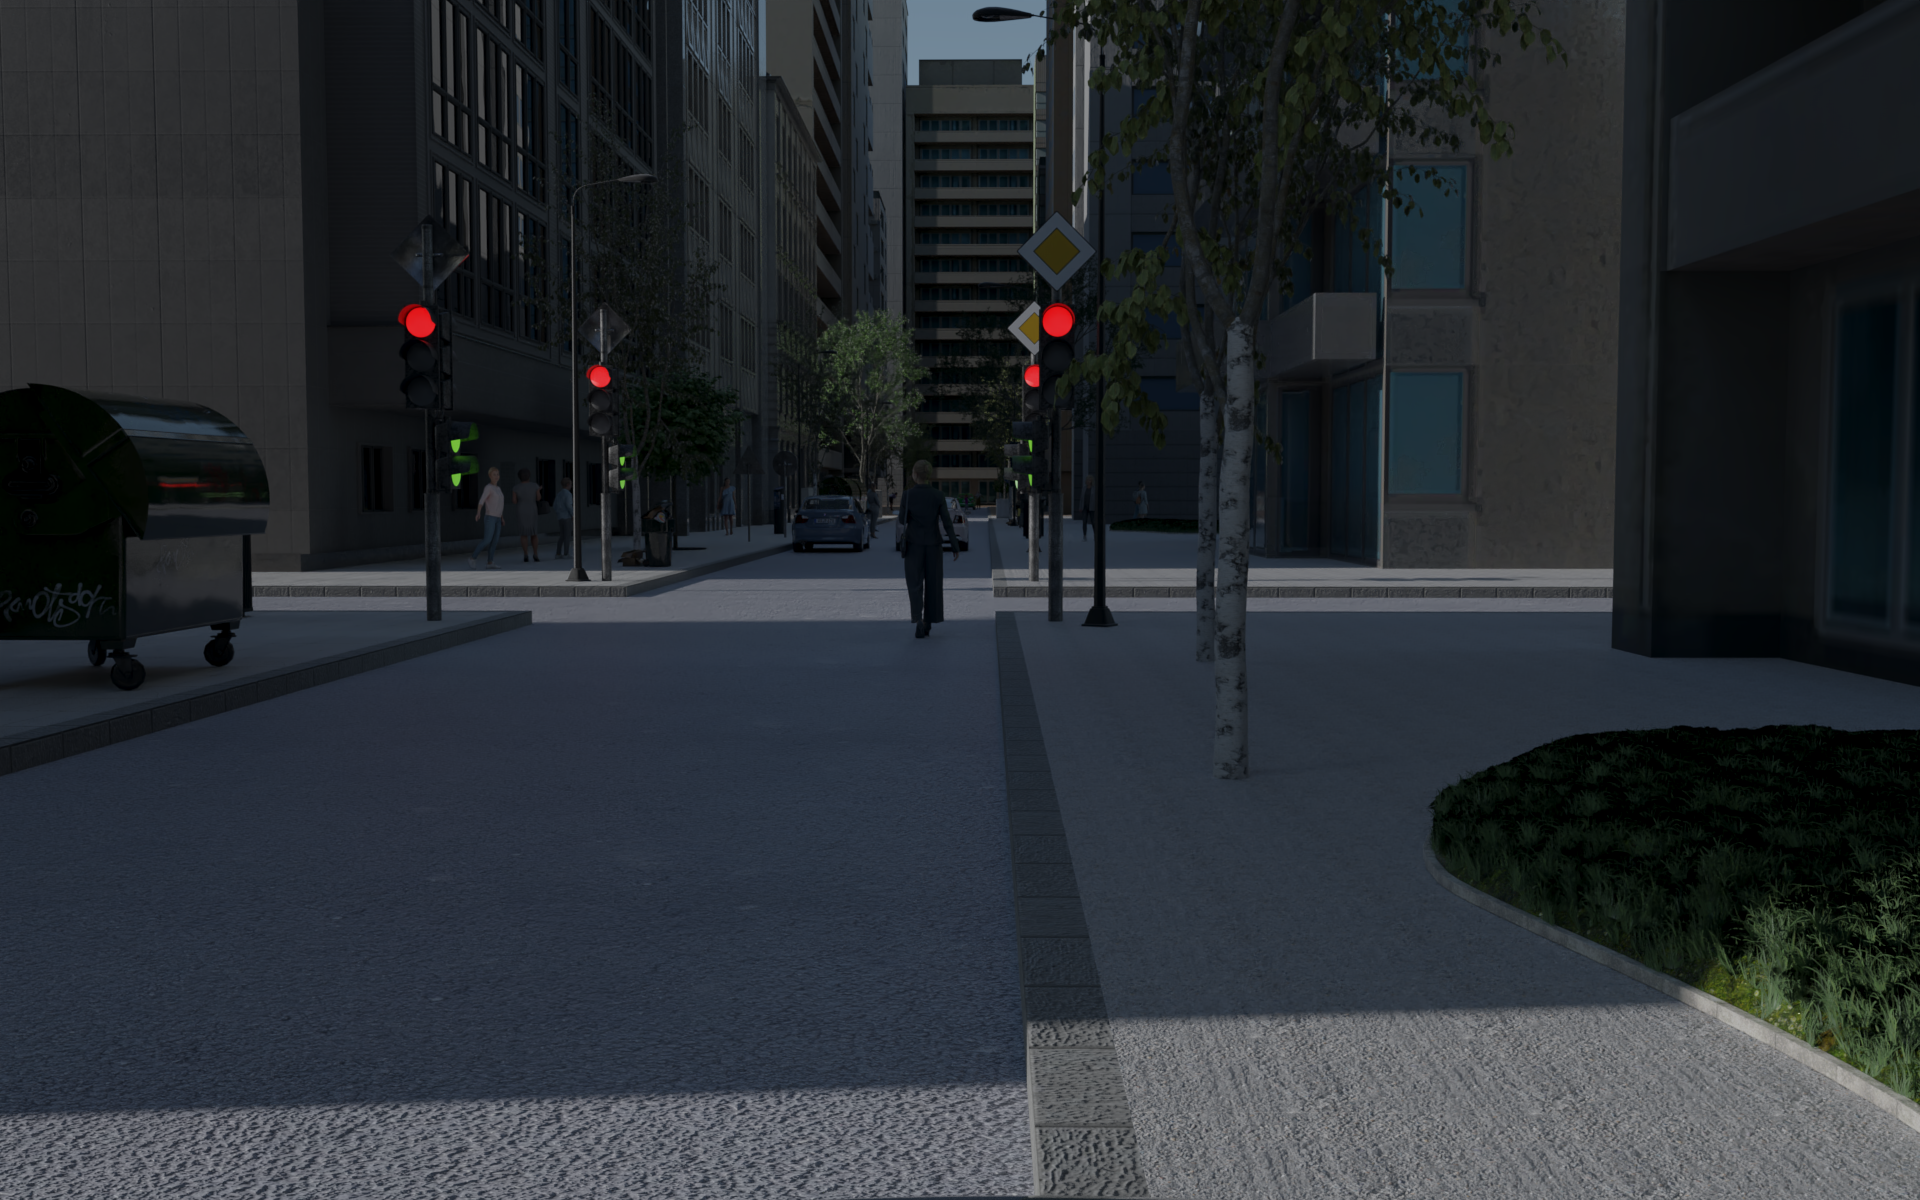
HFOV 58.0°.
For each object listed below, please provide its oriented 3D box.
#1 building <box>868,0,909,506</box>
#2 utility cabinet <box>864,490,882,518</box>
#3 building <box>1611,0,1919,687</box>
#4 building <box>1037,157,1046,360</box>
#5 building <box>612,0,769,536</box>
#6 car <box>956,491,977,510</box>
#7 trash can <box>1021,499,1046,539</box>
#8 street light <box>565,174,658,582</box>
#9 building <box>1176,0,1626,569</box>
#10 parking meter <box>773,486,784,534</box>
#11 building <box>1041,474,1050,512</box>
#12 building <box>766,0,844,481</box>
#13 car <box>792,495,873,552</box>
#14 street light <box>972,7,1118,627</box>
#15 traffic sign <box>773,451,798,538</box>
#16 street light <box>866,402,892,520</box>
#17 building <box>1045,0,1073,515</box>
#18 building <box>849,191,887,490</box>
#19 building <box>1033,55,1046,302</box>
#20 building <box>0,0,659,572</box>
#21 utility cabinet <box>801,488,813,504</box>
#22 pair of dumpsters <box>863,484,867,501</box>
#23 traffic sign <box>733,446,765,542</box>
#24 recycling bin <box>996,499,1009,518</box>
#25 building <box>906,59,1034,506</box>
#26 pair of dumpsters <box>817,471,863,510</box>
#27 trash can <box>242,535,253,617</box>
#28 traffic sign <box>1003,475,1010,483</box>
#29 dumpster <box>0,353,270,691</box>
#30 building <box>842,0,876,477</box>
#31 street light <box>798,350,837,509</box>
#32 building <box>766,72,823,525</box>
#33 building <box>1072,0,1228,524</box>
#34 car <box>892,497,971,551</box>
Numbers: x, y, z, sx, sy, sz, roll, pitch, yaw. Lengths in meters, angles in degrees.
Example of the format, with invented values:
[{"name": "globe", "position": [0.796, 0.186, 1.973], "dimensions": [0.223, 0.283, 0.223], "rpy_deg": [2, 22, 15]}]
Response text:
[{"name": "building", "position": [-20.054, -40.046, 196.758], "dimensions": [28.212, 58.520, 21.231], "rpy_deg": [0, 4, 1]}, {"name": "utility cabinet", "position": [-4.588, -5.073, 91.626], "dimensions": [0.318, 1.500, 1.173], "rpy_deg": [3, 4, 37]}, {"name": "building", "position": [15.912, -23.156, 2.297], "dimensions": [21.300, 48.544, 21.600], "rpy_deg": [0, 4, 1]}, {"name": "building", "position": [13.642, -23.196, 150.948], "dimensions": [14.160, 30.474, 14.107], "rpy_deg": [0, 4, 1]}, {"name": "building", "position": [-14.155, -14.920, 61.972], "dimensions": [12.078, 24.808, 19.932], "rpy_deg": [0, 4, 1]}, {"name": "car", "position": [0.529, -9.016, 156.206], "dimensions": [1.959, 1.807, 4.718], "rpy_deg": [0, 4, 2]}, {"name": "trash can", "position": [2.118, -2.341, 49.923], "dimensions": [0.748, 1.137, 0.748], "rpy_deg": [0, 3, 0]}, {"name": "street light", "position": [-5.084, -3.228, 25.322], "dimensions": [1.470, 5.913, 1.316], "rpy_deg": [0, 4, 1]}, {"name": "building", "position": [20.123, -25.560, 37.518], "dimensions": [30.456, 49.044, 23.786], "rpy_deg": [0, 4, 1]}, {"name": "parking meter", "position": [-5.776, -2.877, 55.447], "dimensions": [0.372, 1.533, 0.369], "rpy_deg": [0, 3, 0]}, {"name": "building", "position": [22.285, -26.877, 131.322], "dimensions": [32.217, 40.220, 23.993], "rpy_deg": [0, 4, 1]}, {"name": "building", "position": [-19.050, -29.806, 111.026], "dimensions": [21.300, 48.544, 21.600], "rpy_deg": [0, 4, 1]}, {"name": "car", "position": [-3.250, -1.959, 44.034], "dimensions": [2.014, 1.417, 4.499], "rpy_deg": [0, 4, 1]}, {"name": "street light", "position": [0.818, -2.700, 16.686], "dimensions": [1.470, 5.913, 1.316], "rpy_deg": [0, 4, 1]}, {"name": "traffic sign", "position": [-5.148, -3.110, 50.953], "dimensions": [0.768, 2.556, 0.104], "rpy_deg": [1, 4, 9]}, {"name": "street light", "position": [-4.131, -7.011, 87.169], "dimensions": [1.470, 5.913, 1.316], "rpy_deg": [0, 4, 1]}, {"name": "building", "position": [12.703, -28.265, 112.249], "dimensions": [14.600, 45.320, 14.200], "rpy_deg": [0, 4, 1]}, {"name": "building", "position": [-14.129, -24.187, 167.152], "dimensions": [14.107, 30.474, 14.160], "rpy_deg": [0, 4, 1]}, {"name": "building", "position": [13.958, -29.445, 165.025], "dimensions": [14.154, 41.232, 14.086], "rpy_deg": [0, 4, 1]}, {"name": "building", "position": [-15.975, -15.049, 39.557], "dimensions": [14.314, 27.812, 24.014], "rpy_deg": [0, 4, 1]}, {"name": "utility cabinet", "position": [-5.226, -3.074, 58.932], "dimensions": [0.318, 1.500, 1.173], "rpy_deg": [0, 4, 3]}, {"name": "pair of dumpsters", "position": [-4.941, -4.487, 75.852], "dimensions": [1.574, 2.255, 4.437], "rpy_deg": [0, 4, 1]}, {"name": "traffic sign", "position": [-5.662, -2.841, 46.462], "dimensions": [0.884, 2.594, 0.081], "rpy_deg": [0, 4, 3]}, {"name": "recycling bin", "position": [2.318, -4.869, 92.168], "dimensions": [0.722, 1.027, 0.722], "rpy_deg": [0, 4, 7]}, {"name": "building", "position": [4.857, -35.076, 197.192], "dimensions": [21.600, 48.544, 21.300], "rpy_deg": [0, 4, 1]}, {"name": "pair of dumpsters", "position": [-5.024, -4.189, 70.991], "dimensions": [1.574, 2.255, 4.437], "rpy_deg": [0, 4, 1]}, {"name": "trash can", "position": [-7.686, -0.388, 17.996], "dimensions": [0.748, 1.137, 0.748], "rpy_deg": [0, 3, 0]}, {"name": "traffic sign", "position": [2.513, -5.191, 84.981], "dimensions": [0.768, 2.556, 0.104], "rpy_deg": [0, 4, 6]}, {"name": "dumpster", "position": [-5.920, -0.582, 12.017], "dimensions": [1.502, 2.255, 1.985], "rpy_deg": [0, 4, 1]}, {"name": "building", "position": [-20.857, -33.406, 135.430], "dimensions": [28.713, 52.752, 27.495], "rpy_deg": [0, 4, 1]}, {"name": "street light", "position": [-4.656, -5.107, 56.043], "dimensions": [1.470, 5.913, 1.316], "rpy_deg": [0, 4, 1]}, {"name": "building", "position": [-12.129, -14.188, 81.124], "dimensions": [9.793, 20.994, 18.267], "rpy_deg": [0, 4, 1]}, {"name": "building", "position": [16.109, -33.226, 85.237], "dimensions": [21.231, 58.520, 28.212], "rpy_deg": [0, 4, 1]}, {"name": "car", "position": [-0.729, -1.992, 44.935], "dimensions": [2.083, 1.381, 4.827], "rpy_deg": [0, 4, -1]}]
